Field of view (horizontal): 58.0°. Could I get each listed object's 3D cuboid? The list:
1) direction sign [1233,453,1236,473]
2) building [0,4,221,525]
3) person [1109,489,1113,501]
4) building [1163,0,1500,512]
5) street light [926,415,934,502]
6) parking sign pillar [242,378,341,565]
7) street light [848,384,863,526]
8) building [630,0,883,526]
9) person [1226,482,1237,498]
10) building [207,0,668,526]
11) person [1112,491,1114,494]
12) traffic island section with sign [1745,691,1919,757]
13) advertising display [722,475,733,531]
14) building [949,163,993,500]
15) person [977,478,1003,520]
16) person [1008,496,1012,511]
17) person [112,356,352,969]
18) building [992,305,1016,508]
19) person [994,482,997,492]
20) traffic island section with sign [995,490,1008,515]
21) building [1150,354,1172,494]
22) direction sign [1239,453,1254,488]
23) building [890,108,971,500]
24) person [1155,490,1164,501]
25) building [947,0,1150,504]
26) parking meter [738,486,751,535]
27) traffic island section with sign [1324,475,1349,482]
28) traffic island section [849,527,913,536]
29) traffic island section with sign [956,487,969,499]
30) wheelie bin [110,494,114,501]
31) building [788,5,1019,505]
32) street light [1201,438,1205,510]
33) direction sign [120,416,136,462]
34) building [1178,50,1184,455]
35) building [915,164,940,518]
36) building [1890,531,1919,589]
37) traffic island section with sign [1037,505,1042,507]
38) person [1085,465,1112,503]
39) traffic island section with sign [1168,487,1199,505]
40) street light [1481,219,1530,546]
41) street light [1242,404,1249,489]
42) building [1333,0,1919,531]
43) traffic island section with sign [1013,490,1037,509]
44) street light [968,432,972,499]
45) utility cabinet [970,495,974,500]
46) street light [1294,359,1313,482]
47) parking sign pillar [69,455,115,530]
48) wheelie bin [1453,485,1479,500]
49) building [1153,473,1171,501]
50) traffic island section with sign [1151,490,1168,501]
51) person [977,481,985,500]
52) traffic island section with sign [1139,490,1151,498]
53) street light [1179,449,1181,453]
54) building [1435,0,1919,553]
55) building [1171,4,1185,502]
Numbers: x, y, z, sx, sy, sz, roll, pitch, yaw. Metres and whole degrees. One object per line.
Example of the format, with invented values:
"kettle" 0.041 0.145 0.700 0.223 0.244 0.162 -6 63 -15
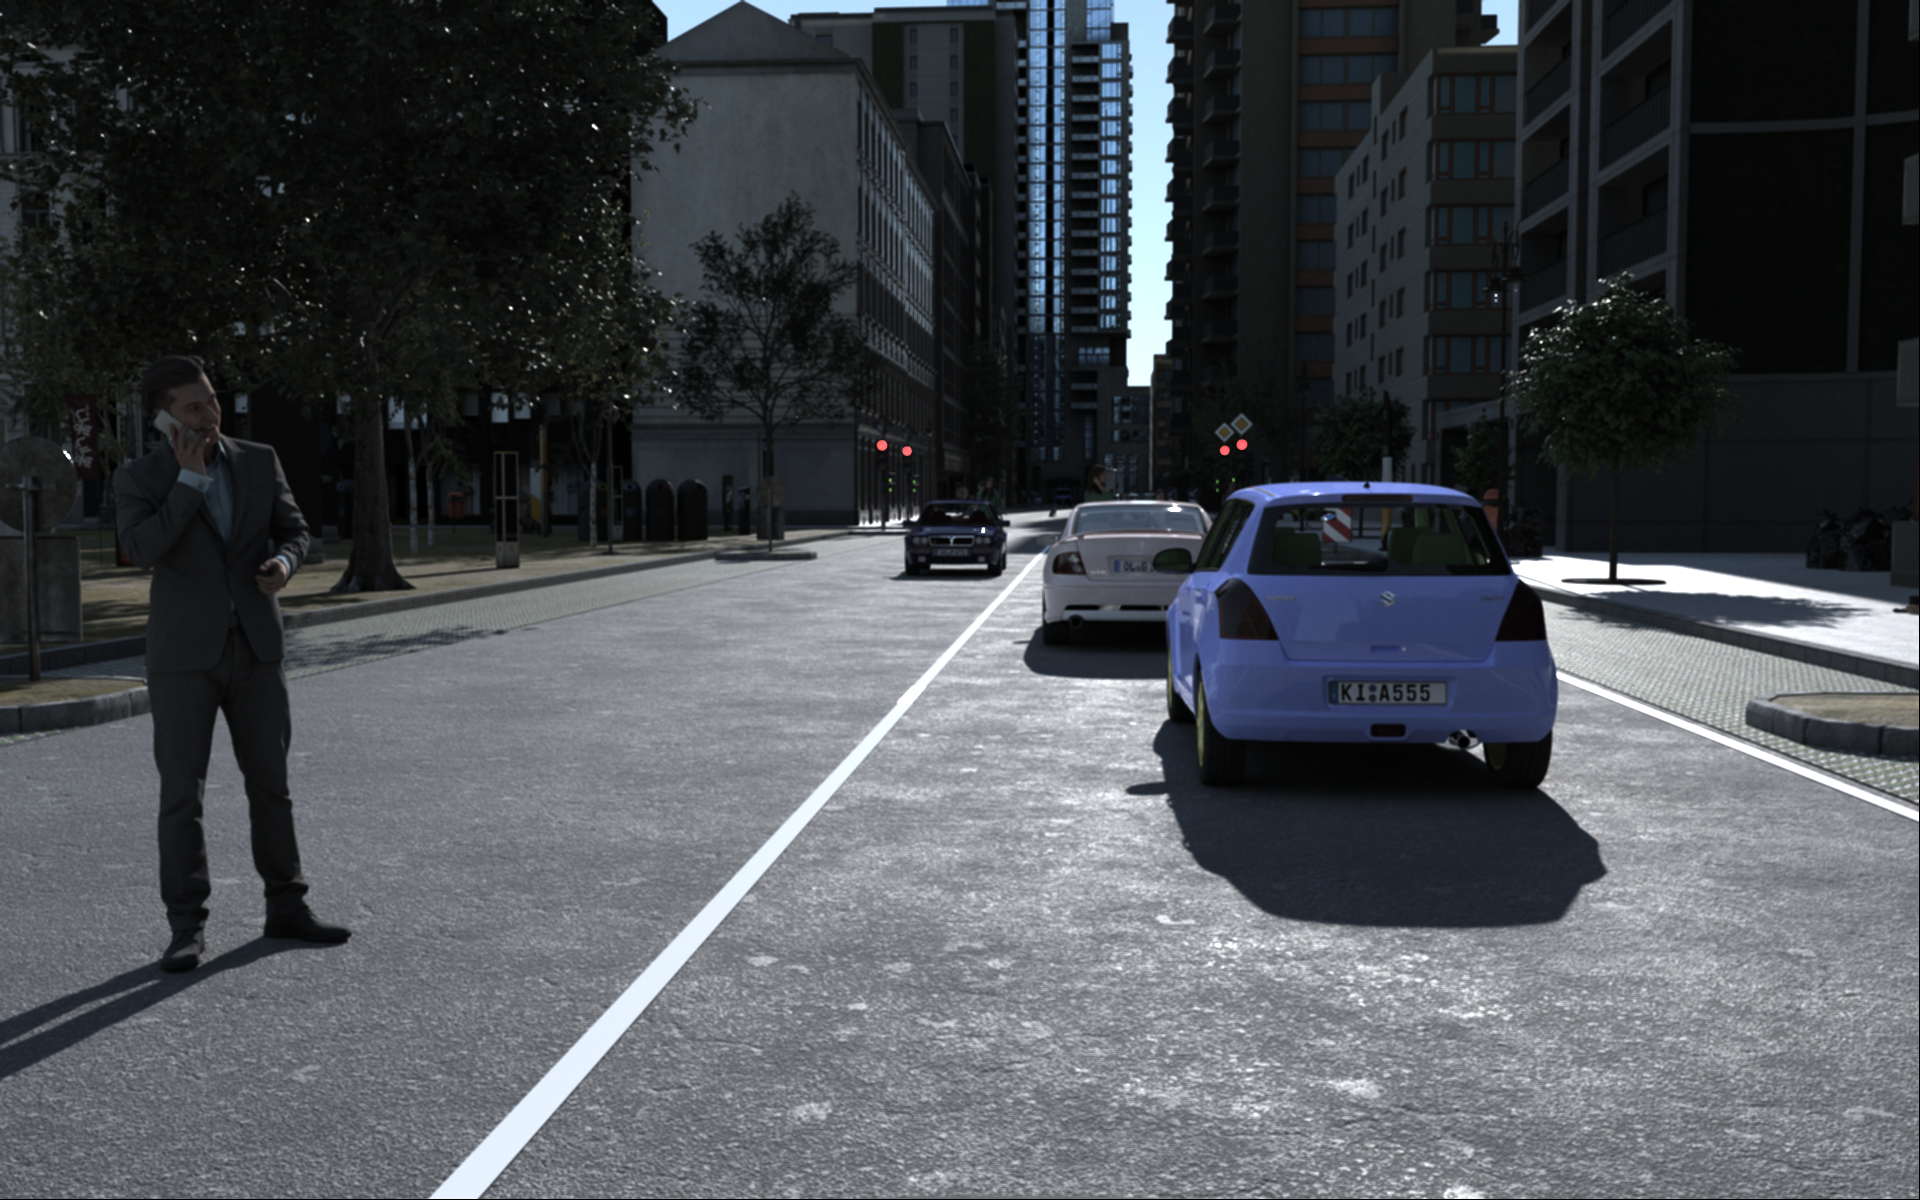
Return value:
"direction sign" 15.549 -6.385 96.392 0.876 3.537 0.379 3 5 41
"building" -40.232 -15.148 76.542 19.941 23.489 11.050 0 4 4
"person" 11.011 -7.229 126.966 0.793 1.790 0.793 -3 5 -43
"building" 26.365 -28.889 126.959 22.147 44.769 28.867 0 4 4
"street light" -1.733 -7.759 99.644 0.468 5.910 1.993 0 4 4
"parking sign pillar" -12.483 -2.654 31.872 1.447 3.967 1.447 3 5 44
"street light" -4.191 -5.923 69.628 0.468 5.910 1.993 0 4 4
"building" -8.025 -14.021 78.402 9.793 20.994 18.267 0 4 4
"person" 8.971 -2.975 57.114 0.573 1.828 0.580 -1 4 -20
"building" -21.954 -15.044 75.644 15.834 23.373 12.332 0 4 4
"person" 15.942 -10.604 181.500 1.348 1.869 0.705 0 3 0
"traffic island section with sign" 5.822 -0.094 10.173 1.989 1.847 2.006 0 4 4
"advertising display" -8.026 -3.340 59.829 0.123 1.923 0.974 0 4 7
"building" -4.574 -23.219 151.339 14.160 30.474 14.107 0 4 4
"person" 0.675 -1.873 39.374 0.600 1.795 0.529 0 3 0
"person" 4.124 -8.018 144.257 0.373 1.253 0.362 -1 4 -9
"person" -2.237 0.181 5.342 0.655 1.846 0.447 -3 5 -44
"building" -8.863 -20.119 173.988 27.650 21.520 28.899 0 4 4
"person" 0.728 -2.314 46.604 0.573 1.790 0.520 -1 4 -14
"traffic island section with sign" 2.349 -6.876 121.053 1.989 1.847 2.006 0 4 4
"building" 41.184 -24.093 238.963 28.899 21.520 27.650 0 4 4
"direction sign" 15.657 -6.257 94.303 0.876 3.537 0.379 -3 4 -37
"building" -7.203 -19.828 117.692 14.314 27.812 24.014 0 4 4
"person" 3.509 -1.187 30.506 0.523 1.515 0.503 0 4 0
"building" 10.350 -56.516 236.708 31.000 86.520 22.319 0 4 4
"parking meter" -6.728 -2.790 54.032 0.372 1.533 0.369 0 3 0
"traffic island section with sign" 7.983 -1.778 37.692 1.989 1.847 2.006 0 4 4
"traffic island section" -2.718 -2.366 60.965 2.009 0.180 2.903 0 4 4
"traffic island section with sign" 0.182 -5.192 93.516 1.989 1.847 2.006 0 4 4
"wheelie bin" -19.945 -2.069 41.738 0.980 1.594 0.693 -1 4 -15
"building" -7.200 -40.827 209.518 28.212 58.520 21.231 0 4 4
"street light" 15.892 -8.543 112.473 0.468 5.910 1.993 0 4 4
"direction sign" -24.113 -3.563 50.250 0.876 3.537 0.379 3 5 39
"building" 27.675 -31.260 161.206 14.600 45.320 14.200 0 4 4
"building" -6.806 -15.134 96.595 9.793 20.994 18.267 0 4 4
"building" 25.689 -9.977 8.162 27.650 21.520 28.899 0 4 4
"traffic island section with sign" 8.371 -11.551 197.487 1.989 1.847 2.006 0 4 4
"person" 1.725 -0.807 21.942 0.529 1.795 0.600 1 4 15
"traffic island section with sign" 12.328 -5.141 92.687 1.989 1.847 2.006 0 4 4
"street light" 9.234 -3.467 29.477 0.468 5.910 1.993 0 4 4
"street light" 13.475 -6.694 82.228 0.468 5.910 1.993 0 4 4
"building" 33.720 -14.362 79.855 28.899 21.520 27.650 0 4 4
"traffic island section with sign" 6.260 -9.907 170.615 1.989 1.847 2.006 0 4 4
"street light" 0.707 -9.579 129.401 0.468 5.910 1.993 0 4 4
"utility cabinet" 0.910 -7.604 135.493 0.306 1.237 1.020 0 4 6
"street light" 11.729 -5.287 59.229 0.468 5.910 1.993 0 4 4
"parking sign pillar" -30.954 -4.476 61.651 1.447 3.967 1.447 -1 4 -22
"wheelie bin" 12.903 -2.230 44.362 0.693 1.594 0.980 -1 4 -22
"building" 33.847 -46.933 205.605 20.563 71.187 20.611 0 4 4
"traffic island section with sign" 14.476 -6.809 119.956 1.989 1.847 2.006 0 4 4
"person" 0.691 -2.612 51.298 0.391 1.810 0.635 2 4 33
"traffic island section with sign" 20.584 -11.548 197.437 1.989 1.847 2.006 0 4 4
"street light" 18.173 -10.364 142.242 0.468 5.910 1.993 0 4 4
"building" 23.818 -36.779 39.587 20.563 71.187 20.611 0 4 4
"building" 32.866 -39.121 181.628 21.231 58.520 28.212 0 4 4
